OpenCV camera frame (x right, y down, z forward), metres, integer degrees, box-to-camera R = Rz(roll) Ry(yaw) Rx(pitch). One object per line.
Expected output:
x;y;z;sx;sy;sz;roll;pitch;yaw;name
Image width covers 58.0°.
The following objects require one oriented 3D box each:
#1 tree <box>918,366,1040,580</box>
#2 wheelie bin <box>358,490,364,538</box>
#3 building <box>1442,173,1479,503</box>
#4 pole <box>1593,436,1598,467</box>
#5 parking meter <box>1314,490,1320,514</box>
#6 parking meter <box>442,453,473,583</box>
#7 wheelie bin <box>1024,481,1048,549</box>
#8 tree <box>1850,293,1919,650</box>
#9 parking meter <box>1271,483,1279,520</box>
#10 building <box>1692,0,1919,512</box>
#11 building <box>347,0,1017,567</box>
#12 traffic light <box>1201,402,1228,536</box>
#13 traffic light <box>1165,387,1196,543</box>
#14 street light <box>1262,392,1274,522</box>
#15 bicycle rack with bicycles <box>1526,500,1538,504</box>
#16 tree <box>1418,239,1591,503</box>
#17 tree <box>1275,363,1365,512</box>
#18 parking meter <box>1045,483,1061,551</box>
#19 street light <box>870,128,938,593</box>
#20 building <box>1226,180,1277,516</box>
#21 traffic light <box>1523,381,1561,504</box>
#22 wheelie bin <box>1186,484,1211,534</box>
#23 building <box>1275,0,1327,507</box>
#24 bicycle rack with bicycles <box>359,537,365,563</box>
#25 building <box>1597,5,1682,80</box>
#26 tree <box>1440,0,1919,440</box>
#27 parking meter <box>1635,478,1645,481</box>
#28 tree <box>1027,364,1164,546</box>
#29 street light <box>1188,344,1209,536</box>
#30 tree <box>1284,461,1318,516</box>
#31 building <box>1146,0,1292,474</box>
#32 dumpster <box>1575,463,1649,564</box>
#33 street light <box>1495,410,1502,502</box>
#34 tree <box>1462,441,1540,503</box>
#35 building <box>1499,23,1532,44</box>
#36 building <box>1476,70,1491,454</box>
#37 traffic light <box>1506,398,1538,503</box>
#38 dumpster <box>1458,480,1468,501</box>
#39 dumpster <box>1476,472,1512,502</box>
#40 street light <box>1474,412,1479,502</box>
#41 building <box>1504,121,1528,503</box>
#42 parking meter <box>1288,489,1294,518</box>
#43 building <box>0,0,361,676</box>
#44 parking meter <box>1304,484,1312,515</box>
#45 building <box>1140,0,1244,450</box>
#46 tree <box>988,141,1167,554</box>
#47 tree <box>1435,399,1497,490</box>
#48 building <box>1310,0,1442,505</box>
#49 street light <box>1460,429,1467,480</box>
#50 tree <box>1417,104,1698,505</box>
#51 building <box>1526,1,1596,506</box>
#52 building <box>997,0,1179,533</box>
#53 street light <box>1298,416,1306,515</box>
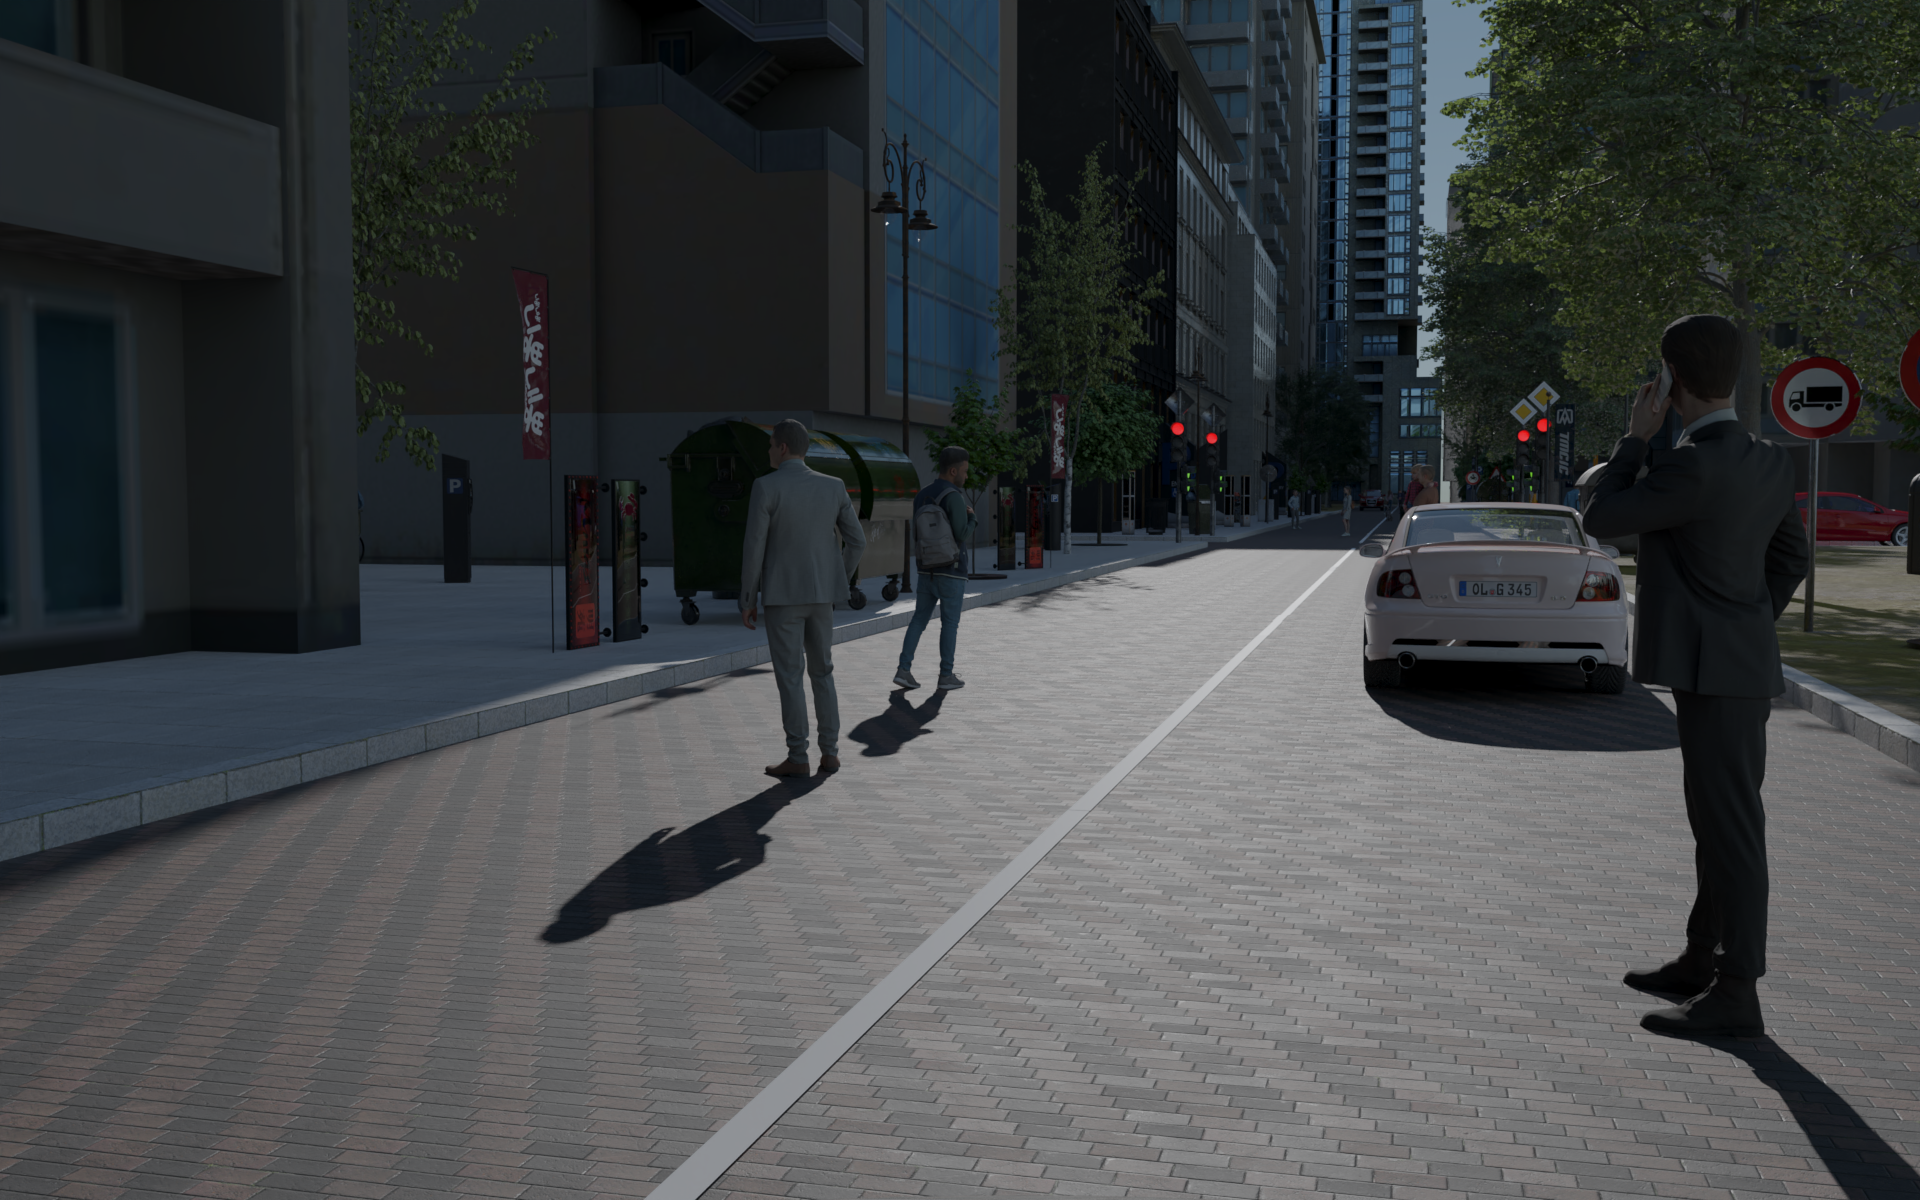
0.098;-1.942;26.356;1.663;3.219;1.824;0;3;0;tree
-8.377;-0.929;23.089;0.693;1.594;0.980;2;4;33;wheelie bin
66.663;-32.327;212.142;14.086;41.232;14.154;1;4;15;building
22.467;-4.124;61.267;0.158;3.312;0.155;0;3;0;pole
23.245;-6.379;112.706;0.372;1.533;0.369;0;3;0;parking meter
-7.249;-1.180;25.010;0.399;1.863;0.255;0;4;-7;parking meter
1.887;-1.996;40.543;0.693;1.594;0.980;1;4;14;wheelie bin
8.413;-1.192;14.085;1.663;3.219;1.824;0;3;0;tree
15.722;-4.940;86.473;0.399;1.863;0.255;0;4;8;parking meter
39.345;-22.579;61.045;23.993;40.220;32.217;1;4;15;building
-7.213;-23.654;36.858;14.200;45.320;14.600;1;4;15;building
7.769;-3.926;53.109;0.839;4.253;0.868;1;4;15;traffic light
5.755;-3.453;45.381;0.839;4.253;0.868;1;4;15;traffic light
13.873;-6.451;78.268;0.468;5.910;1.993;1;4;15;street light
33.031;-5.235;98.973;2.925;0.926;2.852;-1;4;-21;bicycle rack with bicycles
21.747;-8.649;67.172;9.928;11.665;9.643;0;3;0;tree
24.327;-11.487;122.232;8.767;10.594;7.601;1;4;14;tree
2.111;-1.894;39.375;0.372;1.533;0.369;0;3;0;parking meter
-0.702;-3.033;22.373;0.468;5.910;1.993;1;4;15;street light
14.318;-15.669;110.945;10.420;20.320;16.860;1;4;15;building
14.480;-3.316;43.132;0.839;4.253;0.868;1;4;15;traffic light
7.645;-2.903;55.371;0.980;1.594;0.693;-2;4;-31;wheelie bin
24.376;-36.508;186.150;27.495;52.752;28.713;1;4;15;building
-11.707;-1.004;29.804;2.925;0.926;2.852;-3;5;-40;bicycle rack with bicycles
39.774;-19.402;88.920;14.160;30.474;14.107;1;4;15;building
9.918;-6.386;22.541;7.486;12.596;7.792;0;3;0;tree
16.526;-2.224;42.072;0.255;1.863;0.399;1;4;17;parking meter
3.396;-3.637;43.178;4.285;4.588;4.351;0;3;0;tree
7.349;-4.935;53.472;0.468;5.910;1.993;1;4;15;street light
19.539;-6.490;100.705;1.663;3.219;1.824;0;3;0;tree
15.514;-32.062;143.817;23.786;49.044;30.456;1;4;15;building
11.708;-1.538;30.902;1.264;1.857;1.865;1;4;15;dumpster
22.628;-6.099;72.509;0.468;5.910;1.993;1;4;15;street light
27.168;-6.216;85.339;4.285;4.588;4.351;0;3;0;tree
52.863;-28.379;147.583;14.154;41.232;14.086;1;4;15;building
56.209;-29.214;161.241;14.154;41.232;14.086;1;4;15;building
16.494;-3.788;50.860;0.839;4.253;0.868;1;4;15;traffic light
32.472;-6.581;110.094;1.502;2.255;1.985;1;4;14;dumpster
24.143;-4.640;78.364;1.502;2.255;1.985;1;4;15;dumpster
29.278;-7.656;97.971;0.468;5.910;1.993;1;4;15;street light
49.536;-22.161;134.040;14.160;30.474;14.107;1;4;15;building
17.960;-5.230;93.922;0.372;1.533;0.369;0;3;0;parking meter
-18.038;-23.368;5.762;21.300;48.544;21.600;1;4;15;building
21.050;-6.054;104.701;0.399;1.863;0.255;-1;4;-17;parking meter
4.914;-15.613;88.552;16.112;22.955;30.059;1;4;15;building
2.340;-5.302;37.057;4.737;8.622;4.395;0;3;0;tree
34.857;-10.255;118.038;4.737;8.622;4.395;0;3;0;tree
45.710;-55.535;220.668;31.000;86.520;22.319;1;4;15;building
35.806;-9.195;123.133;0.468;5.910;1.993;1;4;15;street light
19.297;-9.138;56.067;9.857;13.997;8.962;0;3;0;tree
43.914;-28.142;110.240;14.600;45.320;14.200;1;4;15;building
1.013;-14.411;65.297;12.332;23.373;15.834;1;4;15;building
20.287;-7.954;102.838;0.468;5.910;1.993;1;4;15;street light
